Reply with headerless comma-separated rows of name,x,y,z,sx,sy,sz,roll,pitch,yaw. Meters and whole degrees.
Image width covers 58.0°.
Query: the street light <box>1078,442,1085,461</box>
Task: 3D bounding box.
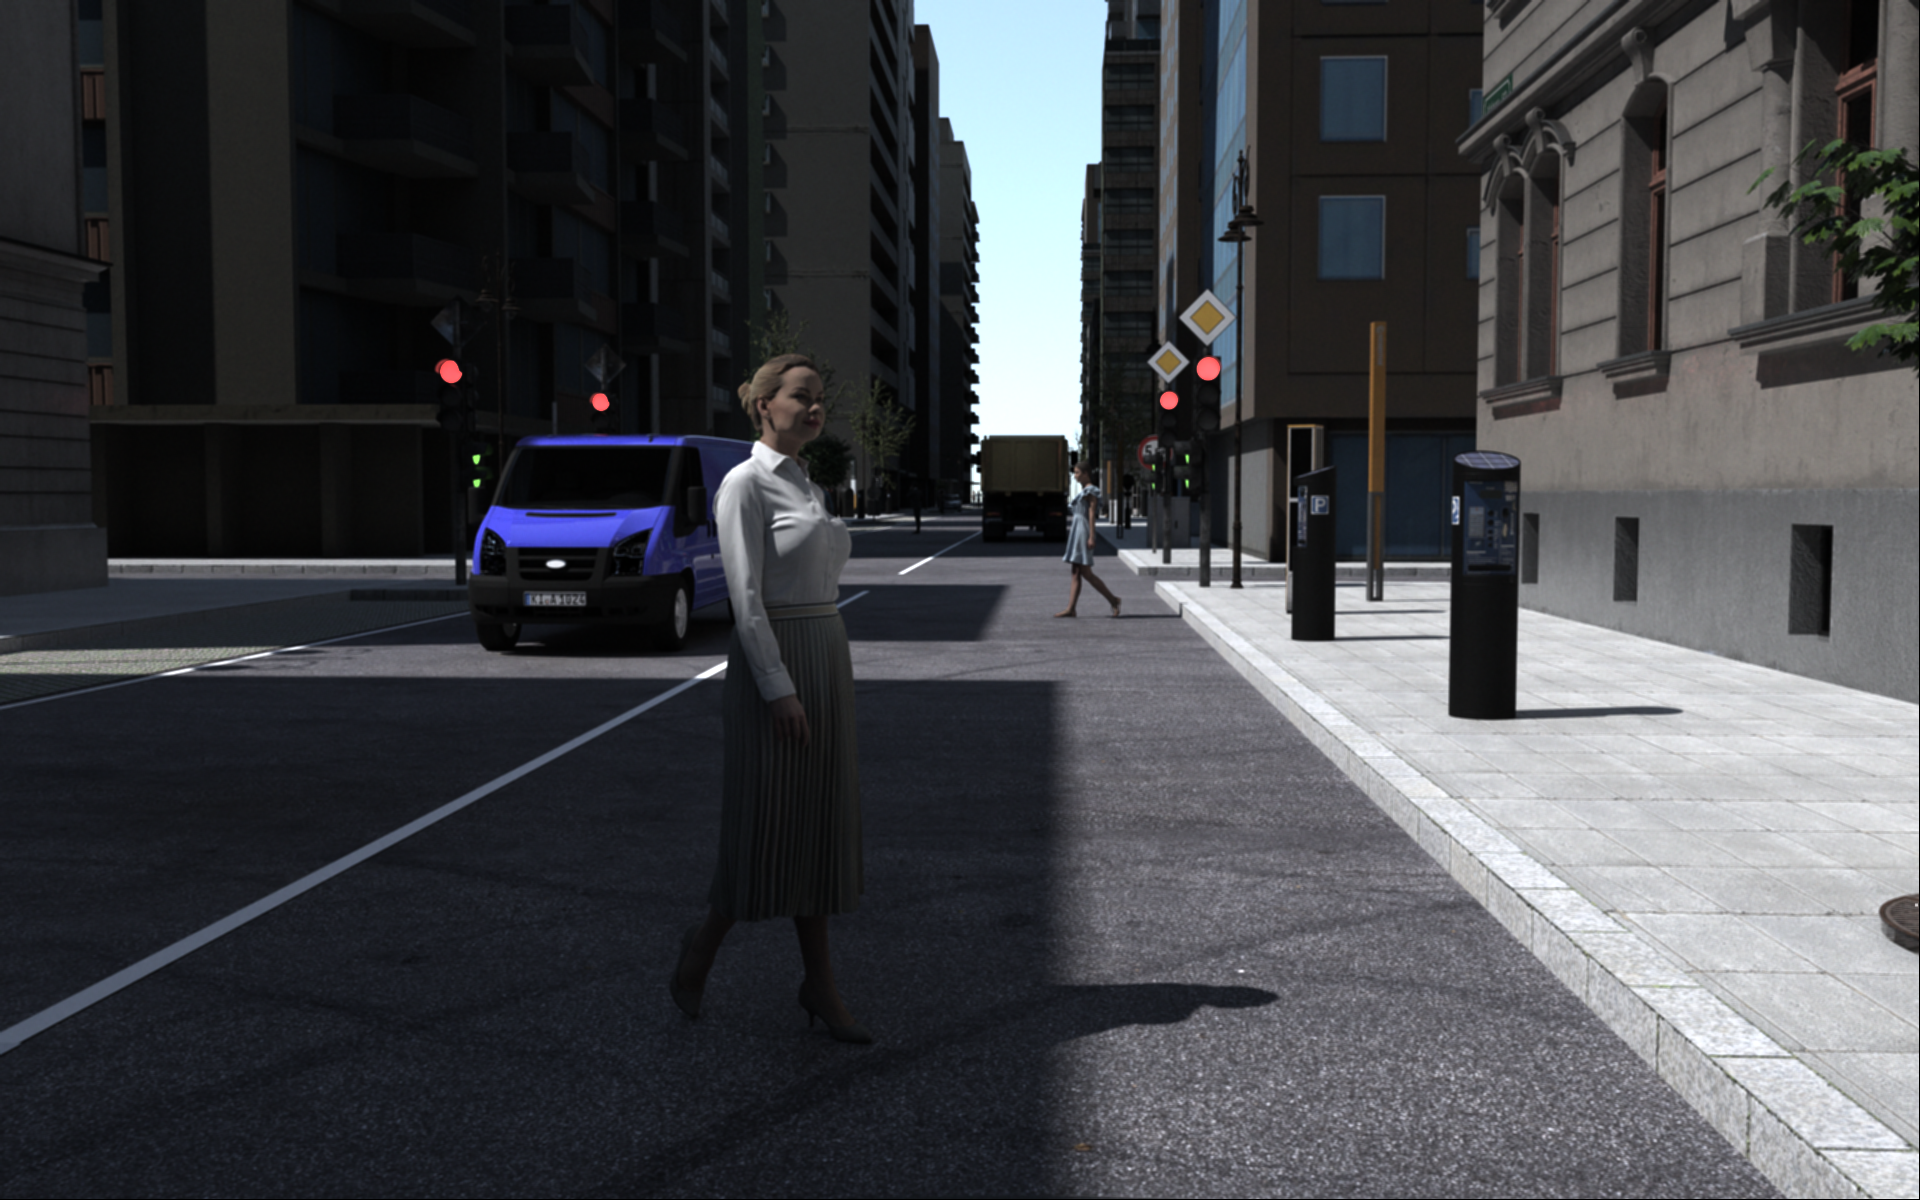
street light,10.764,-10.931,151.508,0.468,5.910,1.993,0,4,3

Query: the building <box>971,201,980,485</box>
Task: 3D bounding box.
building,-8.426,-36.551,252.225,22.147,44.769,28.867,0,4,3

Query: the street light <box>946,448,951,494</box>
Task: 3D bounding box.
street light,-1.168,-12.184,171.990,0.468,5.910,1.993,0,4,3

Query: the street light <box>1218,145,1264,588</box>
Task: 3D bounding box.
street light,3.773,-3.097,23.431,0.468,5.910,1.993,0,4,3

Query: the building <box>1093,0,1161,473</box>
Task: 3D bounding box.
building,22.601,-31.554,135.512,23.786,49.044,30.456,0,4,3

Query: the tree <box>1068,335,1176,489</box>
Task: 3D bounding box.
tree,7.541,-7.915,79.772,4.737,8.622,4.395,0,3,0

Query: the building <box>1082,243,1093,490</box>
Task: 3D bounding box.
building,21.112,-26.214,200.292,14.160,30.474,14.107,0,4,3

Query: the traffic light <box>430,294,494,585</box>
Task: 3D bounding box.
traffic light,-7.033,-2.167,24.359,0.839,4.253,0.868,0,4,3

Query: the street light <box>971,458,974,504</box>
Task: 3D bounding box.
street light,1.623,-15.367,224.033,0.468,5.910,1.993,0,4,3

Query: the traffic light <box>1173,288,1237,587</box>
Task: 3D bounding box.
traffic light,3.364,-2.134,23.818,0.839,4.253,0.868,0,4,3

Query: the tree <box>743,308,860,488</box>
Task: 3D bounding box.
tree,-6.619,-7.191,67.941,4.737,8.622,4.395,0,3,0

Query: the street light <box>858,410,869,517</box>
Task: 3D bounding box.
street light,-5.298,-7.503,95.467,0.468,5.910,1.993,0,4,3

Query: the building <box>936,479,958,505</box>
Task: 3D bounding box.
building,-16.620,-31.346,204.392,32.217,40.220,23.993,0,4,3

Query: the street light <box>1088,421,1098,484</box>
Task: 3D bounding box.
street light,8.278,-8.163,106.261,0.468,5.910,1.993,0,4,3

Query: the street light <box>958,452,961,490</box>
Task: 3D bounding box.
street light,-0.066,-13.441,192.547,0.468,5.910,1.993,0,4,3

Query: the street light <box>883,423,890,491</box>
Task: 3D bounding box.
street light,-4.534,-8.339,109.133,0.468,5.910,1.993,0,4,3

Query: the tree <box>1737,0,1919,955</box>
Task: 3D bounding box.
tree,3.273,-0.617,4.688,1.663,3.219,1.824,0,3,0

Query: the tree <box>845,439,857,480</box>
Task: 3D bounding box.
tree,-6.748,-6.235,85.649,4.285,4.588,4.351,0,3,0

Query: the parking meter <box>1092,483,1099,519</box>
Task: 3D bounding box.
parking meter,7.009,-5.120,89.421,0.399,1.863,0.255,0,4,-4

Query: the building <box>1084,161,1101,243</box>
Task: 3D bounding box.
building,23.420,-35.392,228.777,14.600,45.320,14.200,0,4,3

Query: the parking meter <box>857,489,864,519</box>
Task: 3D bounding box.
parking meter,-5.188,-5.021,90.509,0.372,1.533,0.369,0,3,0

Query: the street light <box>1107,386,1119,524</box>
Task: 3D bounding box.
street light,6.564,-6.211,74.339,0.468,5.910,1.993,0,4,3

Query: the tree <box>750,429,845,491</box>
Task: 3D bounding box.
tree,-7.526,-5.483,73.366,4.285,4.588,4.351,0,3,0

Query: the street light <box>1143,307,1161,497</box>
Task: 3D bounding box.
street light,4.785,-4.289,42.910,0.468,5.910,1.993,0,4,3

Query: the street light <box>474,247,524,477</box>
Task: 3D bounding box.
street light,-8.661,-3.664,32.687,0.468,5.910,1.993,0,4,3

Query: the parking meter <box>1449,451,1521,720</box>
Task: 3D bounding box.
parking meter,3.018,-0.095,9.965,0.372,1.533,0.369,0,3,0

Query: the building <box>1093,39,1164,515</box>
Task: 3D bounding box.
building,16.223,-20.918,113.713,14.160,30.474,14.107,0,4,3

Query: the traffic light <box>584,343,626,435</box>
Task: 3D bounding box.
traffic light,-6.604,-2.655,32.332,0.839,4.253,0.868,0,4,3

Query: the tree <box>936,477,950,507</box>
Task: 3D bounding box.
tree,-2.093,-11.072,175.632,1.663,3.219,1.824,0,3,0

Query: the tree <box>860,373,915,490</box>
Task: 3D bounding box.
tree,-5.056,-9.461,105.045,4.737,8.622,4.395,0,3,0

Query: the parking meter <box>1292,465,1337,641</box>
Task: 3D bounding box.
parking meter,3.109,-0.416,15.207,0.372,1.533,0.369,0,3,0

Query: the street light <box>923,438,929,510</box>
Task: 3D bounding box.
street light,-2.772,-10.264,140.596,0.468,5.910,1.993,0,4,3

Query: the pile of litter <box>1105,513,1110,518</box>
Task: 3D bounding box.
pile of litter,8.350,-4.885,93.836,1.176,0.858,1.719,2,4,30

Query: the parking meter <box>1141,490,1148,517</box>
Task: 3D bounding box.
parking meter,10.271,-5.371,96.232,0.372,1.533,0.369,0,3,0

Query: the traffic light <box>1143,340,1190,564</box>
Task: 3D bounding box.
traffic light,3.793,-2.622,31.791,0.839,4.253,0.868,0,4,3

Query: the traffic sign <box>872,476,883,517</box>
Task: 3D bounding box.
traffic sign,-4.692,-5.890,98.437,0.606,2.300,0.079,0,4,8

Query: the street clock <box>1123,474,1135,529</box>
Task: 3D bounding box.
street clock,6.155,-3.605,63.519,0.471,2.002,0.358,2,4,25

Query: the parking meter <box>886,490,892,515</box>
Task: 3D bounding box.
parking meter,-4.440,-6.088,107.942,0.372,1.533,0.369,0,3,0

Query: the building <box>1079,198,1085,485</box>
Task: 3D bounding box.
building,28.452,-36.443,250.474,22.147,44.769,28.867,0,4,3

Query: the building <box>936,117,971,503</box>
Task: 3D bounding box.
building,-9.661,-36.896,226.953,21.300,48.544,21.600,0,4,3

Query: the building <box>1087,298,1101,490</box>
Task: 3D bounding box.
building,26.393,-19.681,166.818,27.650,21.520,28.899,0,4,3

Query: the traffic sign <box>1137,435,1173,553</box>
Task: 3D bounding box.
traffic sign,4.212,-2.283,37.436,0.768,2.556,0.104,1,4,11

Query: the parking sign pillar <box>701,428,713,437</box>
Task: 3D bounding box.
parking sign pillar,-10.696,-5.031,70.729,1.447,3.967,1.447,0,4,8
